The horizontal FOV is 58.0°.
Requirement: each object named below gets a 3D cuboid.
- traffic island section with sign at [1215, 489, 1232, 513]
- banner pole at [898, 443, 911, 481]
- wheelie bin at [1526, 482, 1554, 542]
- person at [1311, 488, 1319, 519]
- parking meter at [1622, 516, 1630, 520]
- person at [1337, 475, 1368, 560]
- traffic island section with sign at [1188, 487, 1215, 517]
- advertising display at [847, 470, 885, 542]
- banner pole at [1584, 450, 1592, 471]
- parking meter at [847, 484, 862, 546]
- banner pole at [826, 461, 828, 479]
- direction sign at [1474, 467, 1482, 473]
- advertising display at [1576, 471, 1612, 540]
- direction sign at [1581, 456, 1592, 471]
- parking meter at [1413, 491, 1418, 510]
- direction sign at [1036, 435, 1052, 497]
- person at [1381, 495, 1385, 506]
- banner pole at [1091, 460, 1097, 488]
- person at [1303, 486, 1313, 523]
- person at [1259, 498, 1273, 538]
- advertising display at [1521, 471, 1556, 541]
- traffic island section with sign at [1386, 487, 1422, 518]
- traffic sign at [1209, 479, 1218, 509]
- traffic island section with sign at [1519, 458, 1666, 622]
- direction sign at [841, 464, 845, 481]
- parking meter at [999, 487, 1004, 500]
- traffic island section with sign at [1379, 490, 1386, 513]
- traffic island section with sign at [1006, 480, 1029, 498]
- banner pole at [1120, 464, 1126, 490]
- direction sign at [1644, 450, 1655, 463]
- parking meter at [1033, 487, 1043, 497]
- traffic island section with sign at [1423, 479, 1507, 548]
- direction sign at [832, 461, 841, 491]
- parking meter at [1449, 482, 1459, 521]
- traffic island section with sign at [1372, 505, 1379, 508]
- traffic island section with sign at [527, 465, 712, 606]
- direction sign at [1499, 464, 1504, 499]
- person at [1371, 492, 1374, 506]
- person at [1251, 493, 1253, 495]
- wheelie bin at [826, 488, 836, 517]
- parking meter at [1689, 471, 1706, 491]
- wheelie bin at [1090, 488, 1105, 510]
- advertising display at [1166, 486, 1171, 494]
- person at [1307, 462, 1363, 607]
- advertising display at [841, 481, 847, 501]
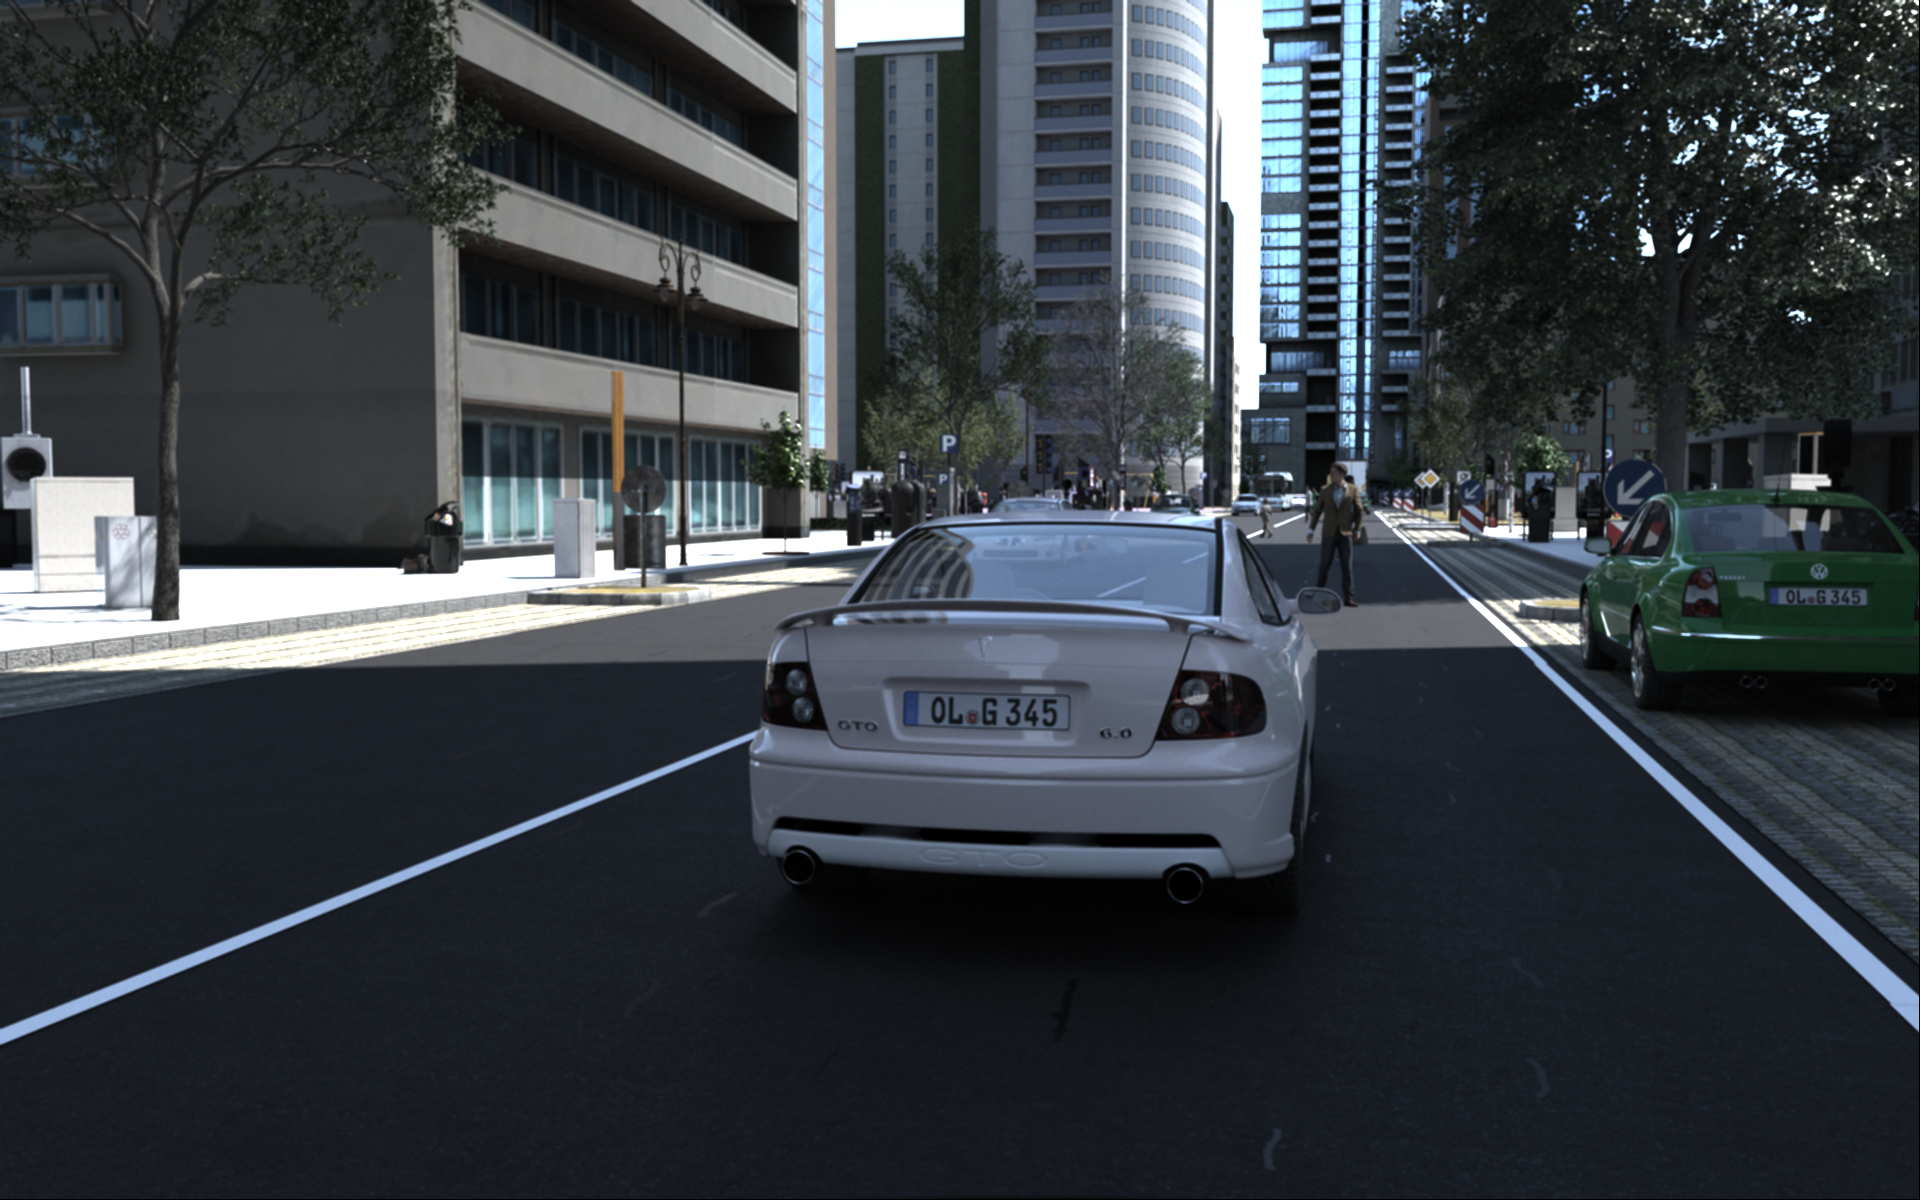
[{"bbox_3d":[20.034,-7.422,129.978,1.989,1.847,2.006,1,4,13],"label":"traffic island section with sign"},{"bbox_3d":[-2.687,-5.809,84.987,0.863,3.779,0.401,-2,4,-31],"label":"banner pole"},{"bbox_3d":[15.426,-2.334,46.075,0.693,1.594,0.980,1,4,17],"label":"wheelie bin"},{"bbox_3d":[20.307,-5.565,99.739,0.600,1.795,0.529,3,5,41],"label":"person"},{"bbox_3d":[30.309,-4.302,78.746,0.372,1.533,0.369,0,3,0],"label":"parking meter"},{"bbox_3d":[8.070,-1.682,35.982,0.794,1.824,0.713,-2,4,-25],"label":"person"},{"bbox_3d":[13.994,-5.810,103.618,1.989,1.847,2.006,1,4,13],"label":"traffic island section with sign"},{"bbox_3d":[-2.492,-2.534,46.642,0.974,1.923,0.123,-1,4,-22],"label":"advertising display"},{"bbox_3d":[35.380,-6.578,97.574,0.401,3.779,0.863,-1,4,-14],"label":"banner pole"},{"bbox_3d":[-2.611,-2.101,42.757,0.372,1.533,0.369,0,3,0],"label":"parking meter"},{"bbox_3d":[-10.088,-8.645,131.365,0.401,3.779,0.863,0,4,-3],"label":"banner pole"},{"bbox_3d":[42.389,-9.191,142.274,0.876,3.537,0.379,0,4,4],"label":"direction sign"},{"bbox_3d":[17.521,-2.610,47.881,0.123,1.923,0.974,-3,5,-44],"label":"advertising display"},{"bbox_3d":[37.203,-6.783,102.898,0.379,3.537,0.876,-2,4,-24],"label":"direction sign"},{"bbox_3d":[36.783,-8.036,139.795,0.372,1.533,0.369,0,3,0],"label":"parking meter"},{"bbox_3d":[3.259,-4.593,67.097,0.379,3.537,0.876,-3,4,-38],"label":"direction sign"},{"bbox_3d":[48.060,-11.454,196.331,0.434,1.755,0.990,-1,4,-18],"label":"person"},{"bbox_3d":[10.000,-8.494,128.894,0.401,3.779,0.863,3,5,40],"label":"banner pole"},{"bbox_3d":[17.618,-4.819,87.139,0.795,1.843,0.661,0,4,5],"label":"person"},{"bbox_3d":[10.012,-2.690,56.762,0.475,1.303,0.640,-3,5,-44],"label":"person"},{"bbox_3d":[15.897,-2.592,47.593,0.974,1.923,0.123,-1,4,-13],"label":"advertising display"},{"bbox_3d":[26.274,-5.710,101.993,1.989,1.847,2.006,1,4,13],"label":"traffic island section with sign"},{"bbox_3d":[21.574,-9.017,147.537,0.768,2.556,0.104,1,4,13],"label":"traffic sign"},{"bbox_3d":[7.554,-0.696,20.011,1.989,1.847,2.006,1,4,13],"label":"traffic island section with sign"},{"bbox_3d":[-9.031,-8.429,129.804,0.876,3.537,0.379,-1,4,-14],"label":"direction sign"},{"bbox_3d":[3.371,-8.157,139.085,0.255,1.863,0.399,-3,5,-39],"label":"parking meter"},{"bbox_3d":[32.262,-7.318,128.277,1.989,1.847,2.006,1,4,13],"label":"traffic island section with sign"},{"bbox_3d":[1.601,-2.488,49.312,1.989,1.847,2.006,1,4,13],"label":"traffic island section with sign"},{"bbox_3d":[11.764,-8.372,126.892,0.863,3.779,0.401,0,4,-3],"label":"banner pole"},{"bbox_3d":[35.627,-5.946,89.215,0.876,3.537,0.379,3,5,41],"label":"direction sign"},{"bbox_3d":[2.987,-3.545,66.376,0.372,1.533,0.369,0,3,0],"label":"parking meter"},{"bbox_3d":[13.643,-2.329,46.701,1.989,1.847,2.006,1,4,13],"label":"traffic island section with sign"},{"bbox_3d":[-7.433,-6.716,101.805,0.379,3.537,0.876,0,4,5],"label":"direction sign"},{"bbox_3d":[23.177,-4.621,81.270,0.399,1.863,0.255,-2,4,-29],"label":"parking meter"},{"bbox_3d":[43.379,-10.290,176.868,1.989,1.847,2.006,1,4,13],"label":"traffic island section with sign"},{"bbox_3d":[-4.404,-0.881,23.032,1.989,1.847,2.006,1,4,13],"label":"traffic island section with sign"},{"bbox_3d":[41.344,-8.544,131.696,0.876,3.537,0.379,-1,4,-20],"label":"direction sign"},{"bbox_3d":[51.323,-12.629,215.698,0.721,1.735,1.217,3,4,38],"label":"person"},{"bbox_3d":[26.956,-9.155,158.631,0.568,1.767,0.683,0,4,-6],"label":"person"},{"bbox_3d":[-7.074,-5.210,93.097,0.693,1.594,0.980,-3,4,-36],"label":"wheelie bin"},{"bbox_3d":[18.883,-2.364,44.364,0.399,1.863,0.255,1,4,20],"label":"parking meter"},{"bbox_3d":[6.792,-4.751,85.587,0.693,1.594,0.980,1,4,8],"label":"wheelie bin"},{"bbox_3d":[15.994,-7.868,133.851,0.123,1.923,0.974,3,5,40],"label":"advertising display"},{"bbox_3d":[4.816,-0.849,22.298,0.656,1.842,0.836,-1,4,-20],"label":"person"},{"bbox_3d":[-5.337,-4.783,83.409,0.974,1.923,0.123,2,4,35],"label":"advertising display"}]
